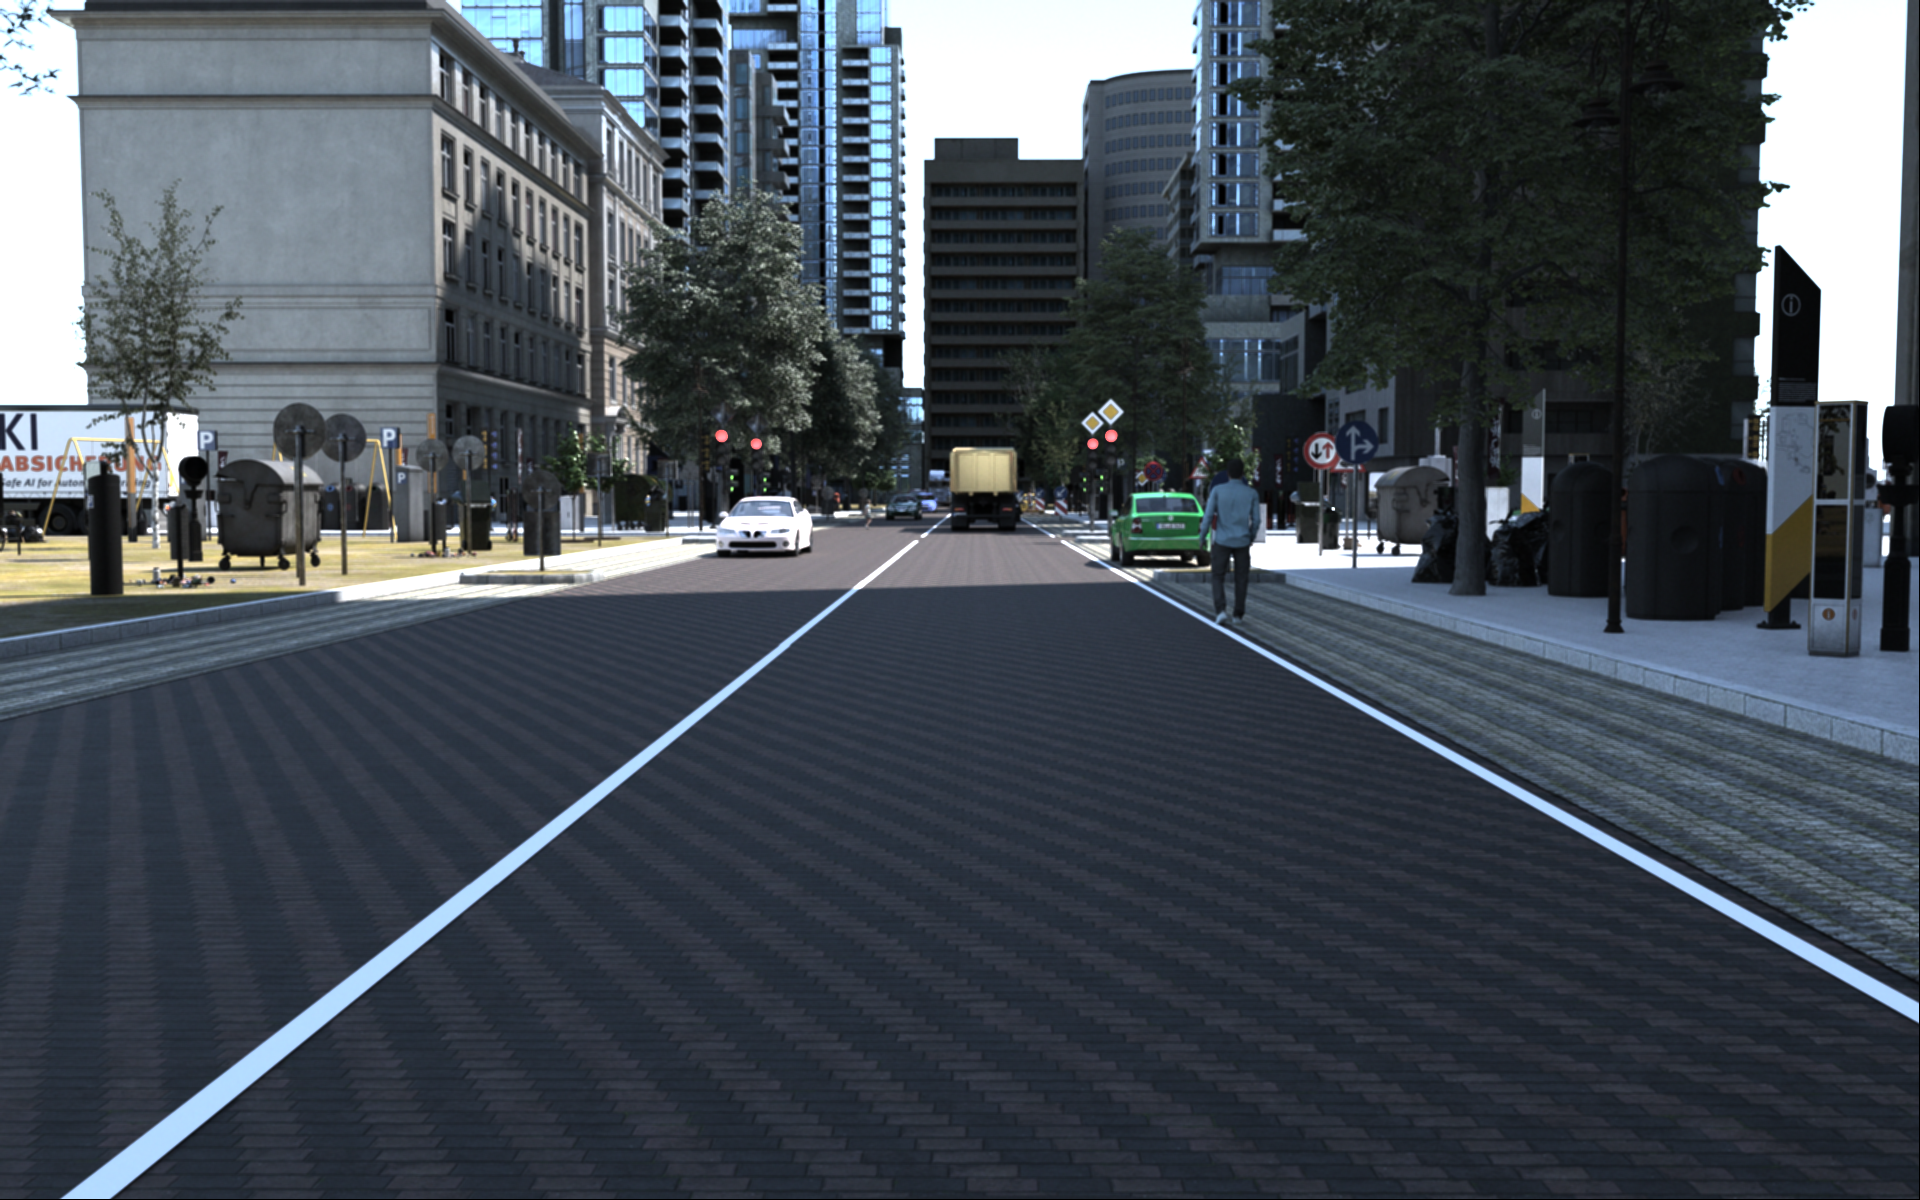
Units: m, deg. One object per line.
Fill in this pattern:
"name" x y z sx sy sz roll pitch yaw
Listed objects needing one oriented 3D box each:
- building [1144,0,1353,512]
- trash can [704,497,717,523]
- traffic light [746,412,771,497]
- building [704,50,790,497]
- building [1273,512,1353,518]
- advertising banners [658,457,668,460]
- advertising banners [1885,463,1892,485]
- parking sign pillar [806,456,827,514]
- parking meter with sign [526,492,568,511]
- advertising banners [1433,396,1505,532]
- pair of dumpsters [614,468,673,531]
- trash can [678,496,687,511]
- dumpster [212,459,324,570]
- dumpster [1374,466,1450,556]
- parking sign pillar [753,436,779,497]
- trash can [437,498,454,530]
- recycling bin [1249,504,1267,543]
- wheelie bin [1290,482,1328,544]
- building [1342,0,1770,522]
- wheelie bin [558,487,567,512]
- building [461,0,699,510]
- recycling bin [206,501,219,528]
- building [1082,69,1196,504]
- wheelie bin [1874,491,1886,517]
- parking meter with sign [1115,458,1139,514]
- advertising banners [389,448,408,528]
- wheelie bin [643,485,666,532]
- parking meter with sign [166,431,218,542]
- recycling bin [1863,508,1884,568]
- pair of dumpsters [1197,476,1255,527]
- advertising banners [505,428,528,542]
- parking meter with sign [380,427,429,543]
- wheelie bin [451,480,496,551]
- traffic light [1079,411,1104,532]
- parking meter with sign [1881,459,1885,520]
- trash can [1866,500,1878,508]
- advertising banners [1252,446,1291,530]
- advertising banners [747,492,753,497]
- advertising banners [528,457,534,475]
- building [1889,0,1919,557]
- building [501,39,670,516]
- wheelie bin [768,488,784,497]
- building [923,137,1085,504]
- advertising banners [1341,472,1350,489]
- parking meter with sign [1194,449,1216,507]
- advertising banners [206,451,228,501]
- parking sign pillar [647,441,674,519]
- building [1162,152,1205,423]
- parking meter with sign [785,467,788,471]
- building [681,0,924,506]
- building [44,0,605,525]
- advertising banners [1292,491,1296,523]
"building" 29.641 -51.667 157.419 22.319 86.520 31.000 0 4 1
"trash can" -11.023 -4.014 77.287 0.748 1.137 0.748 0 3 0
"traffic light" -6.880 -4.288 59.031 0.839 4.253 0.868 0 4 1
"building" -34.105 -34.741 187.628 30.456 49.044 23.786 0 4 1
"building" 29.986 -48.428 104.461 22.319 86.520 31.000 0 4 1
"advertising banners" -14.856 -5.283 82.565 2.074 3.025 0.090 1 4 15
"advertising banners" 36.023 -4.258 65.809 2.074 3.025 0.090 0 4 -3
"parking sign pillar" -9.196 -7.471 110.621 1.447 3.967 1.447 1 4 22
"parking meter with sign" -16.413 -4.446 68.954 1.738 3.016 0.543 1 4 10
"advertising banners" 8.995 -2.099 30.514 2.074 3.025 0.090 -3 5 -40
"pair of dumpsters" -11.467 -3.667 62.453 1.574 2.255 4.437 0 4 0
"trash can" -20.601 -7.155 128.645 0.748 1.137 0.748 0 3 0
"dumpster" -11.893 -1.472 29.827 1.264 1.857 1.865 0 4 1
"dumpster" 9.565 -1.886 36.592 1.264 1.857 1.865 0 4 1
"parking sign pillar" -8.993 -5.482 78.096 1.447 3.967 1.447 0 4 7
"trash can" -18.282 -3.047 61.479 0.748 1.137 0.748 0 3 0
"recycling bin" 7.657 -2.021 45.593 0.722 1.027 0.722 0 4 1
"wheelie bin" 9.051 -2.273 45.076 0.980 1.594 0.693 0 4 -4
"building" 24.915 -18.564 75.217 14.107 30.474 14.160 0 4 1
"wheelie bin" -17.270 -4.091 74.791 0.693 1.594 0.980 -3 4 -39
"building" -30.778 -51.133 148.697 22.319 86.520 31.000 0 4 1
"recycling bin" -28.200 -3.247 65.636 0.722 1.027 0.722 0 4 4
"building" 31.247 -42.561 237.873 28.212 58.520 21.231 0 4 1
"wheelie bin" 52.472 -5.561 98.824 0.693 1.594 0.980 1 4 18
"parking meter with sign" 8.206 -5.316 83.177 0.543 3.016 1.738 -2 4 -33
"advertising banners" -21.981 -4.281 66.176 2.074 3.025 0.090 1 4 15
"wheelie bin" -10.288 -3.101 58.615 0.693 1.594 0.980 1 4 12
"parking meter with sign" -20.748 -3.088 46.743 0.543 3.016 1.738 0 4 8
"recycling bin" 15.883 -1.104 30.611 0.722 1.027 0.722 2 4 31
"pair of dumpsters" 9.699 -3.710 63.153 1.574 2.255 4.437 0 4 1
"advertising banners" -11.989 -3.081 46.569 0.090 3.025 2.074 -2 4 -26
"parking meter with sign" -14.629 -3.049 46.114 0.543 3.016 1.738 1 4 19
"wheelie bin" -11.076 -1.925 39.384 0.980 1.594 0.693 -2 4 -29
"traffic light" 4.480 -4.283 58.940 0.839 4.253 0.868 0 4 1
"parking meter with sign" 46.394 -5.457 85.481 1.738 3.016 0.543 -1 4 -12
"trash can" 48.567 -4.928 92.221 0.748 1.137 0.748 0 3 0
"advertising banners" 11.241 -4.084 62.954 0.090 3.025 2.074 -2 4 -28
"advertising banners" -15.274 -8.328 132.350 2.074 3.025 0.090 0 4 4
"advertising banners" -19.864 -5.280 82.508 0.090 3.025 2.074 3 4 37
"building" 29.975 -24.493 24.159 21.300 48.544 21.600 0 4 1
"building" -26.702 -19.816 109.899 13.634 28.700 20.117 0 4 1
"wheelie bin" -9.687 -5.075 90.878 0.980 1.594 0.693 -2 4 -27
"building" 5.835 -37.590 238.290 21.600 48.544 21.300 0 4 1
"advertising banners" 19.531 -5.406 84.570 2.074 3.025 0.090 1 4 21
"parking meter with sign" 9.279 -4.300 66.572 0.543 3.016 1.738 2 4 26
"advertising banners" -30.193 -4.493 69.640 0.090 3.025 2.074 1 4 23
"parking sign pillar" -15.242 -6.072 87.745 1.447 3.967 1.447 2 4 29
"building" 35.266 -30.258 186.604 32.217 40.220 23.993 0 4 1
"parking meter with sign" -10.927 -6.907 109.196 0.543 3.016 1.738 1 4 8
"building" -20.457 -56.599 238.072 31.000 86.520 22.319 0 4 1
"building" -28.584 -15.399 85.050 16.112 22.955 30.059 0 4 1
"advertising banners" 14.624 -4.903 76.358 2.074 3.025 0.090 -2 4 -29
